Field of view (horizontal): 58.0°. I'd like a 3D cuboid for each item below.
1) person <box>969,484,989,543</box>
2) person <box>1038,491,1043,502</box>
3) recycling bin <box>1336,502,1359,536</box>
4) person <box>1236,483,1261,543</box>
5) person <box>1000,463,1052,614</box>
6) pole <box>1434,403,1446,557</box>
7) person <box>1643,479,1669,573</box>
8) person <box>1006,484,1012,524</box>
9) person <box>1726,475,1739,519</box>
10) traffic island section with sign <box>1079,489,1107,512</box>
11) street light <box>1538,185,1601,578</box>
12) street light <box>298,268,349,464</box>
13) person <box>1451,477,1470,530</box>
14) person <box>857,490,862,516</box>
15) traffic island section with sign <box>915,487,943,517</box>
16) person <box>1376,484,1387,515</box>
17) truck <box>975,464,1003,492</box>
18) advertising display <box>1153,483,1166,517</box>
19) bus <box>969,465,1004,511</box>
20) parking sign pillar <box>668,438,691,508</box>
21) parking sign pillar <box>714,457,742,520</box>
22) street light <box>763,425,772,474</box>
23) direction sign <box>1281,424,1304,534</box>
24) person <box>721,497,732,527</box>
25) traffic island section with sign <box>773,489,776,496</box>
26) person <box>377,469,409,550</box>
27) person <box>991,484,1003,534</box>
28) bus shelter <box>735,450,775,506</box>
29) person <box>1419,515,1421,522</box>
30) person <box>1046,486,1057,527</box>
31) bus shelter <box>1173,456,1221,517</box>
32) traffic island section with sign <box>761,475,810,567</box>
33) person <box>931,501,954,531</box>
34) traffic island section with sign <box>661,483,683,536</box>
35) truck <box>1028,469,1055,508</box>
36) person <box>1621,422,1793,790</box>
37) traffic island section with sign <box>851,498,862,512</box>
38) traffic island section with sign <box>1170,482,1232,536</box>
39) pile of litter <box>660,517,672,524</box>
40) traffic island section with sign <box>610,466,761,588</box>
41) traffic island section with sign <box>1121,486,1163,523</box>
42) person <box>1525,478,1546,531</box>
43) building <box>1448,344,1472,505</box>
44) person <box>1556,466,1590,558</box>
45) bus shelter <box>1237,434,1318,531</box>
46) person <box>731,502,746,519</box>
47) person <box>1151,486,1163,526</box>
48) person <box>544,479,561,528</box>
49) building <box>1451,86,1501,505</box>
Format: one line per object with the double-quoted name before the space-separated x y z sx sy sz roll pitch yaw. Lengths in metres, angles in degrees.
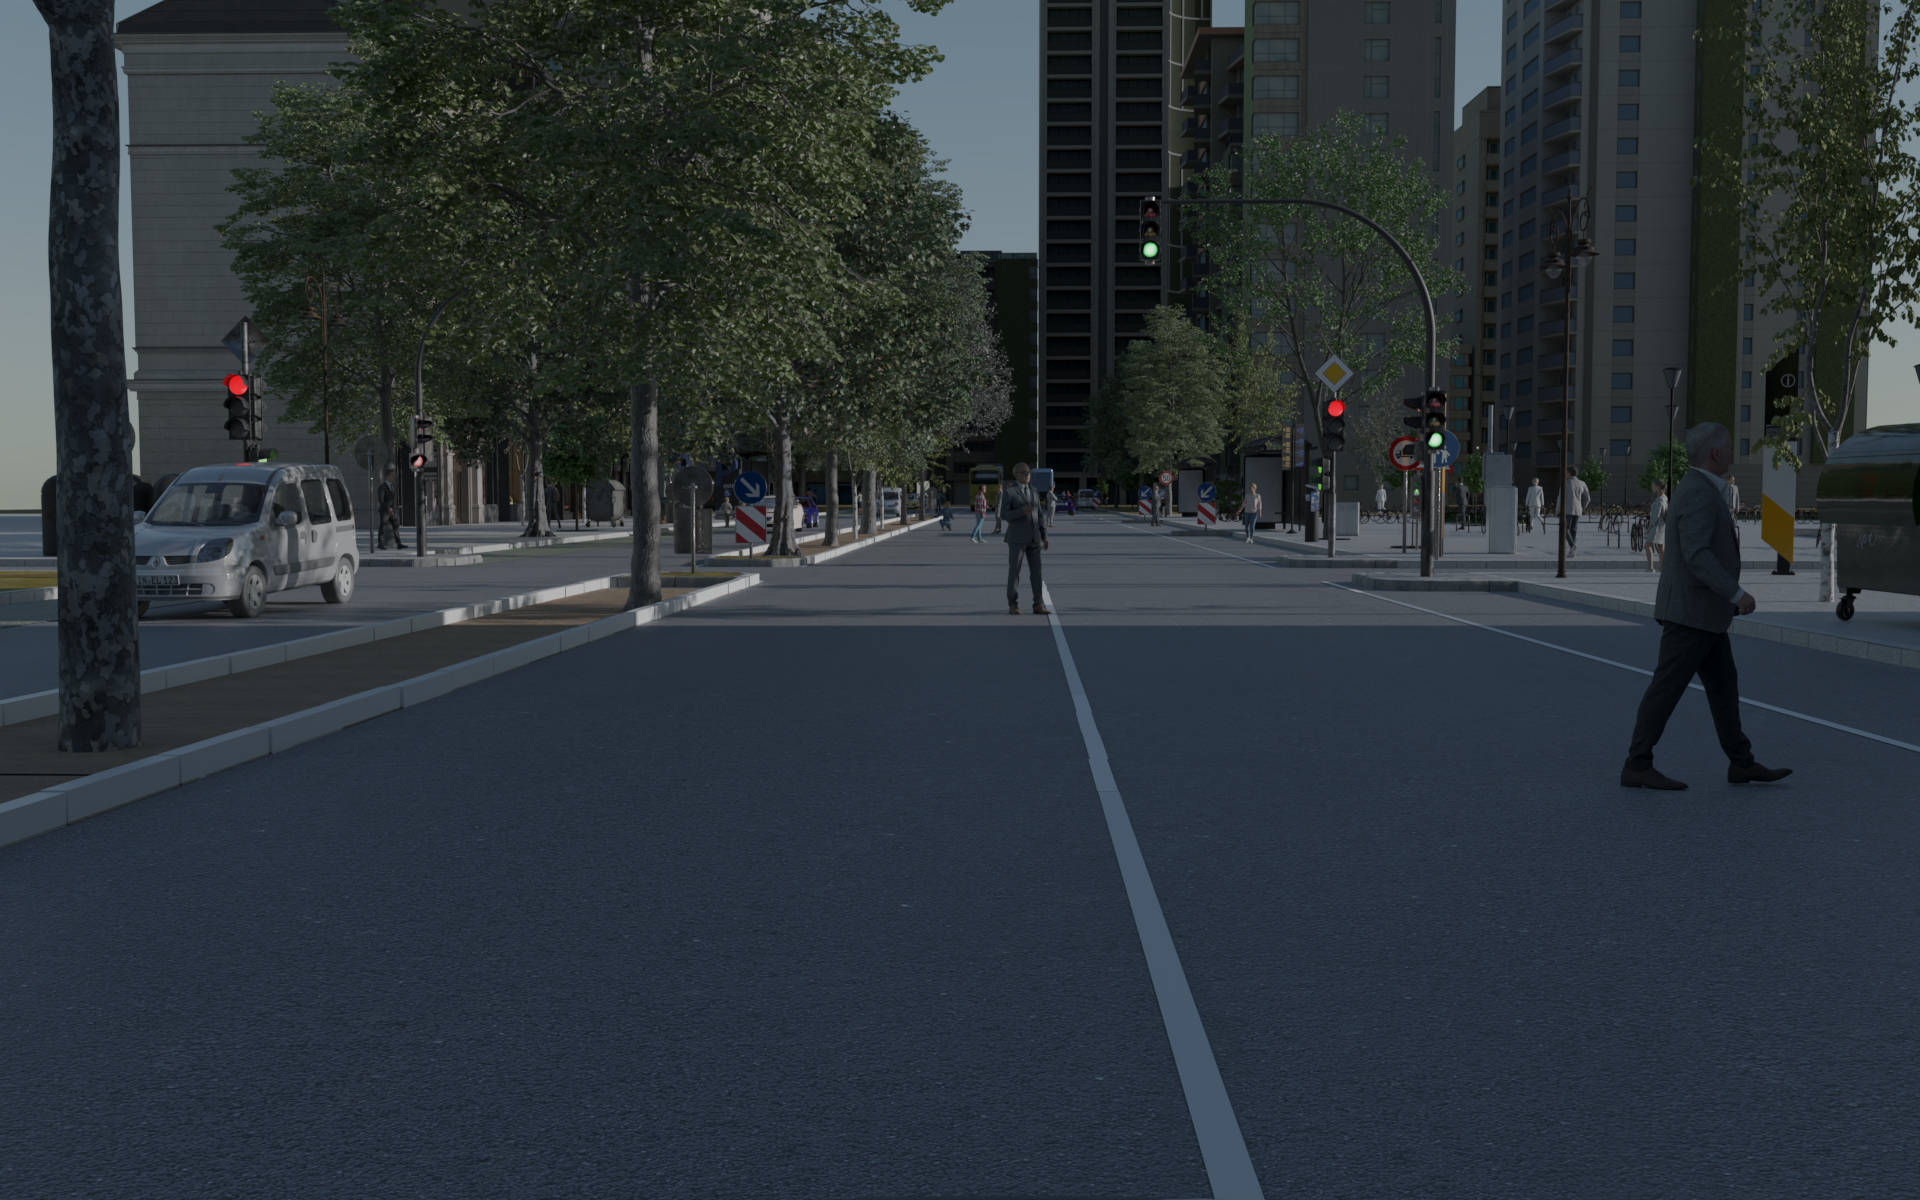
"person" 0.558 -2.557 51.145 0.643 1.720 0.563 -1 4 -11
"person" 7.037 -8.905 154.824 0.721 1.736 1.217 -2 4 -32
"recycling bin" 11.838 -2.480 53.096 0.722 1.027 0.722 0 4 8
"person" 8.422 -2.528 50.504 0.731 1.740 0.598 1 4 11
"person" 0.807 -0.728 20.579 0.661 1.801 0.590 -2 4 -35
"pole" 9.774 -2.533 35.261 0.158 3.312 0.155 0 3 0
"person" 12.288 -1.283 30.489 0.522 1.701 0.512 2 4 30
"person" 1.768 -3.013 58.100 0.444 1.785 0.601 0 4 -6
"person" 21.639 -2.611 48.828 0.635 1.810 0.391 -1 4 -11
"traffic island section with sign" 10.622 -7.845 136.901 1.989 1.847 2.006 0 4 2
"street light" 9.216 -3.276 26.358 0.468 5.910 1.993 0 4 2
"street light" -13.041 -3.844 35.630 0.468 5.910 1.993 0 4 2
"person" 17.975 -3.477 62.249 0.648 1.900 0.474 -3 5 -43
"person" -6.734 -6.496 115.502 0.721 1.735 1.217 2 4 31
"traffic island section with sign" -1.834 -6.230 109.995 2.006 1.907 1.989 0 4 2
"person" 24.488 -5.787 100.541 0.514 1.842 0.818 -2 4 -33
"truck" 2.736 -10.761 164.849 2.839 4.237 11.283 0 3 0
"advertising display" 11.226 -5.630 97.271 0.123 1.923 0.974 -3 5 -39
"bus" 2.191 -9.476 146.475 2.896 3.916 12.252 0 4 2
"parking sign pillar" -13.093 -5.660 81.009 1.447 3.967 1.447 2 4 26
"parking sign pillar" -11.600 -6.013 86.778 1.447 3.967 1.447 1 4 12
"street light" -11.095 -7.766 99.758 0.468 5.910 1.993 0 4 2
"direction sign" 10.741 -3.911 55.939 0.876 3.537 0.379 -2 4 -26
"person" -10.045 -3.772 74.439 0.475 1.303 0.640 -1 4 -10
"traffic island section with sign" -9.116 -4.823 87.489 1.989 1.847 2.006 0 4 2
"person" -13.114 -2.086 39.921 0.755 1.850 0.659 1 4 19
"person" 1.303 -3.285 62.486 0.573 1.790 0.520 -1 4 -23
"bus shelter" -11.392 -6.326 94.713 1.731 3.624 6.357 0 4 2
"person" 21.462 -4.271 80.149 0.640 1.303 0.475 0 4 1
"person" 4.000 -4.061 75.081 0.466 1.800 0.511 -3 4 -38
"bus shelter" 13.000 -6.201 95.313 2.014 3.302 5.546 0 4 2
"traffic island section with sign" -4.118 -1.636 34.891 2.006 1.907 1.989 0 4 2
"person" -0.648 -3.305 68.043 1.012 1.151 0.738 -1 4 -11
"traffic island section with sign" -9.944 -3.144 60.027 1.989 1.847 2.006 0 4 2
"truck" 8.661 -11.525 178.192 2.967 4.110 18.799 0 4 0
"person" 3.660 0.030 8.406 0.834 1.777 0.661 1 4 9
"traffic island section with sign" -7.593 -7.861 137.147 1.989 1.847 2.006 0 4 2
"traffic island section with sign" 8.267 -3.109 59.464 1.989 1.847 2.006 0 4 2
"pile of litter" -12.676 -3.631 73.331 1.176 0.858 1.719 3 5 43
"traffic island section with sign" -4.353 -1.184 27.487 2.006 1.907 1.989 0 4 2
"traffic island section with sign" 9.096 -4.773 86.671 1.989 1.847 2.006 0 4 2
"person" 20.179 -3.348 60.664 0.514 1.842 0.818 -2 4 -23
"building" 44.903 -22.573 214.099 28.899 21.520 27.650 0 4 2
"person" 12.351 -1.771 34.846 0.661 1.843 0.795 0 4 -6
"bus shelter" 11.043 -4.082 60.670 2.014 3.302 5.546 0 4 2
"person" -8.631 -3.314 68.184 1.012 1.151 0.738 2 4 25
"person" 8.788 -4.178 76.981 0.590 1.801 0.661 0 4 8
"person" -15.277 -3.591 64.715 0.622 1.834 0.822 -3 4 -37
"building" 70.153 -35.813 209.245 21.600 48.544 21.300 0 4 2
